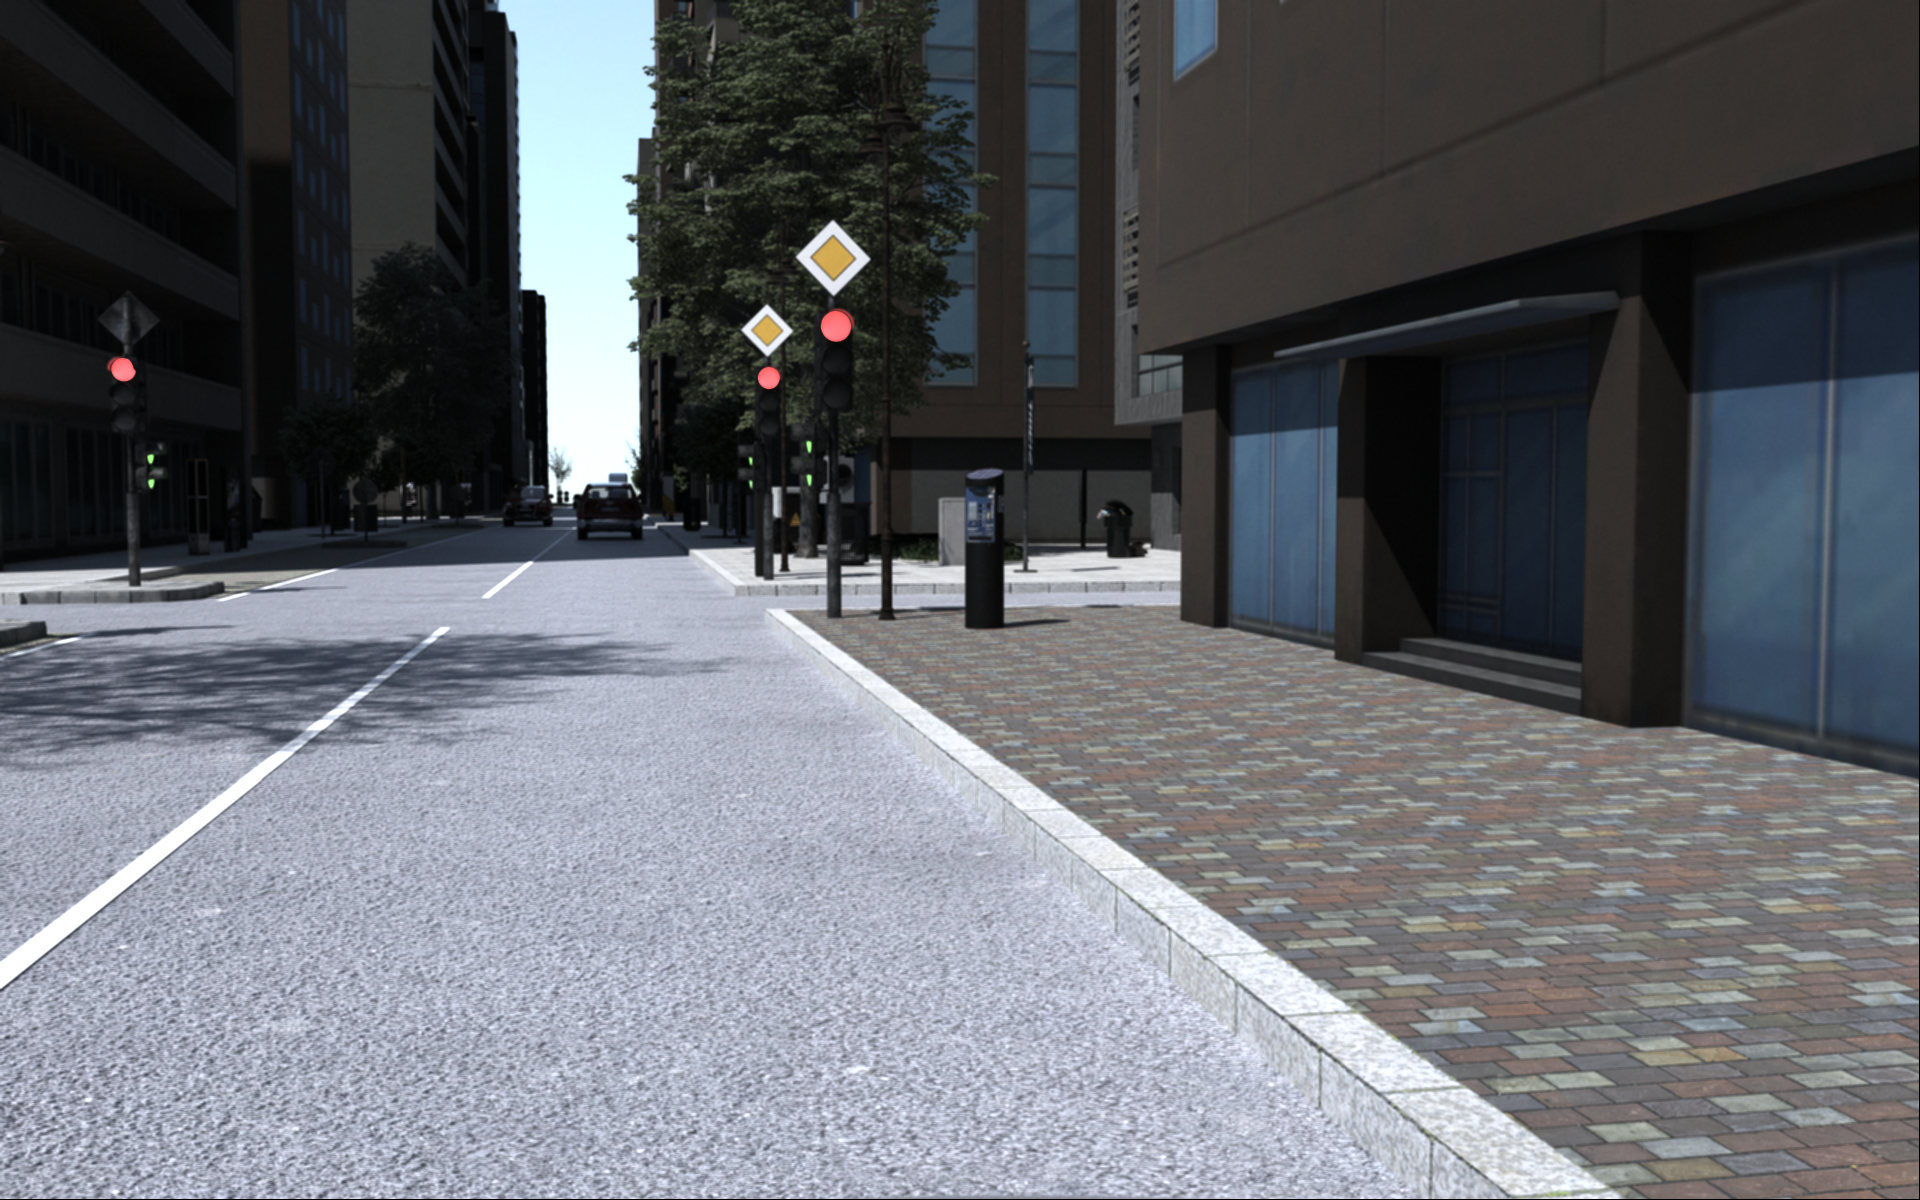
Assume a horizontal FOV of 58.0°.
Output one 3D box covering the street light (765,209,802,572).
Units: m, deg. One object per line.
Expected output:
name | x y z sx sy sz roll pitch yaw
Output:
street light | -2.897 -3.405 28.457 0.468 5.910 1.993 -1 4 -11

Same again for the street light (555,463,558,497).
street light | -58.218 -16.968 250.208 0.468 5.910 1.993 -1 4 -11

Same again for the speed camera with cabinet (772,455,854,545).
speed camera with cabinet | -3.529 -2.863 41.154 2.038 3.252 0.660 -2 4 -33

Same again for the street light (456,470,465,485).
street light | -28.354 -7.716 98.940 0.468 5.910 1.993 -1 4 -11

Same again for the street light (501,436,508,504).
street light | -35.277 -9.866 134.101 0.468 5.910 1.993 -1 4 -11

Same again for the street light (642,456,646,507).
street light | -31.631 -12.273 173.457 0.468 5.910 1.993 -1 4 -11

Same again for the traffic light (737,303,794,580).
traffic light | -2.869 -2.249 25.689 0.839 4.253 0.868 -1 4 -11

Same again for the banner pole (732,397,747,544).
banner pole | -5.750 -3.360 44.955 0.401 3.779 0.863 -1 4 -12

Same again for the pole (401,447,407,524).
pole | -24.209 -4.987 75.382 0.158 3.312 0.155 0 3 0

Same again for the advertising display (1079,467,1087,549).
advertising display | 2.917 -2.194 41.081 0.123 1.923 0.974 0 4 1

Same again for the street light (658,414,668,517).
street light | -17.876 -8.035 104.160 0.468 5.910 1.993 -1 4 -11

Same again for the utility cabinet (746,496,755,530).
utility cabinet | -7.562 -3.142 62.532 0.306 1.237 1.020 -1 4 -23

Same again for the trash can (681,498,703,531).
trash can | -9.316 -2.969 60.188 0.748 1.137 0.748 0 3 0

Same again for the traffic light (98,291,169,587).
traffic light | -11.462 -2.145 23.984 0.839 4.253 0.868 -1 4 -11

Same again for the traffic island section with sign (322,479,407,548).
traffic island section with sign | -15.920 -2.311 46.409 1.989 1.847 2.006 -1 4 -11

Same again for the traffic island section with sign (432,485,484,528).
traffic island section with sign | -21.159 -3.938 73.007 1.989 1.847 2.006 -1 4 -11

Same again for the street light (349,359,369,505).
street light | -20.539 -5.294 59.345 0.468 5.910 1.993 -1 4 -11

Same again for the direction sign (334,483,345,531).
direction sign | -21.708 -4.185 60.417 0.379 3.537 0.876 0 4 -3

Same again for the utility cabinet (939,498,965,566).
utility cabinet | 0.141 -1.219 31.094 1.020 1.237 0.306 -1 4 -16

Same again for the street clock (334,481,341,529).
street clock | -22.632 -3.564 62.837 0.471 2.002 0.358 1 4 12

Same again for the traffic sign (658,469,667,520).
traffic sign | -14.498 -5.213 85.338 0.768 2.556 0.104 -1 4 -10

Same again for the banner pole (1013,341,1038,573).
banner pole | 1.112 -2.331 28.130 0.401 3.779 0.863 -1 4 -9

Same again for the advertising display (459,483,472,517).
advertising display | -27.797 -5.636 97.361 0.123 1.923 0.974 2 4 23

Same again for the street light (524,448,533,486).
street light | -42.134 -11.983 168.712 0.468 5.910 1.993 -1 4 -11

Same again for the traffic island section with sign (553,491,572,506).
traffic island section with sign | -46.878 -11.905 203.272 1.989 1.847 2.006 -1 4 -11

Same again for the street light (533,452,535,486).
street light | -44.439 -12.705 180.520 0.468 5.910 1.993 -1 4 -11

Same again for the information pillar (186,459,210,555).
information pillar | -15.985 -1.947 36.333 0.304 2.012 0.304 2 4 27

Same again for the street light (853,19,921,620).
street light | -0.745 -2.735 17.506 0.468 5.910 1.993 -1 4 -11

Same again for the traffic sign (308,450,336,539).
traffic sign | -18.290 -3.032 49.681 0.768 2.556 0.104 0 4 -6

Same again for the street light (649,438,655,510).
street light | -24.667 -10.153 138.789 0.468 5.910 1.993 -1 4 -11

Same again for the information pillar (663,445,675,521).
information pillar | -13.740 -5.528 81.732 0.504 3.616 0.183 0 4 2

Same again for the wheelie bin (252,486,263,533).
wheelie bin | -23.577 -3.035 57.530 0.693 1.594 0.980 -2 4 -35

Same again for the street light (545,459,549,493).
street light | -51.251 -14.823 215.140 0.468 5.910 1.993 -1 4 -11

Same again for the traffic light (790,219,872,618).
traffic light | -1.323 -1.770 17.855 0.839 4.253 0.868 -1 4 -11

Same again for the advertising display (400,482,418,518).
advertising display | -29.991 -5.445 94.246 0.974 1.923 0.123 1 4 13

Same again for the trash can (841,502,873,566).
trash can | -1.937 -1.183 31.003 0.748 1.137 0.748 0 3 0

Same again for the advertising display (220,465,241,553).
advertising display | -16.122 -2.025 38.317 0.123 1.923 0.974 0 4 -5

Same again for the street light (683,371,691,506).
street light | -10.002 -5.576 63.959 0.468 5.910 1.993 -1 4 -11

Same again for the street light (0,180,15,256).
street light | -13.542 -3.132 23.996 0.468 5.910 1.993 -1 4 -11

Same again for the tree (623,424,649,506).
tree | -32.960 -14.132 181.415 4.360 8.622 3.978 0 3 0

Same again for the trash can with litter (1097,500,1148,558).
trash can with litter | 3.306 -1.447 35.043 0.624 1.170 1.055 3 5 41

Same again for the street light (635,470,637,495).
street light | -40.944 -15.162 220.689 0.468 5.910 1.993 -1 4 -11
